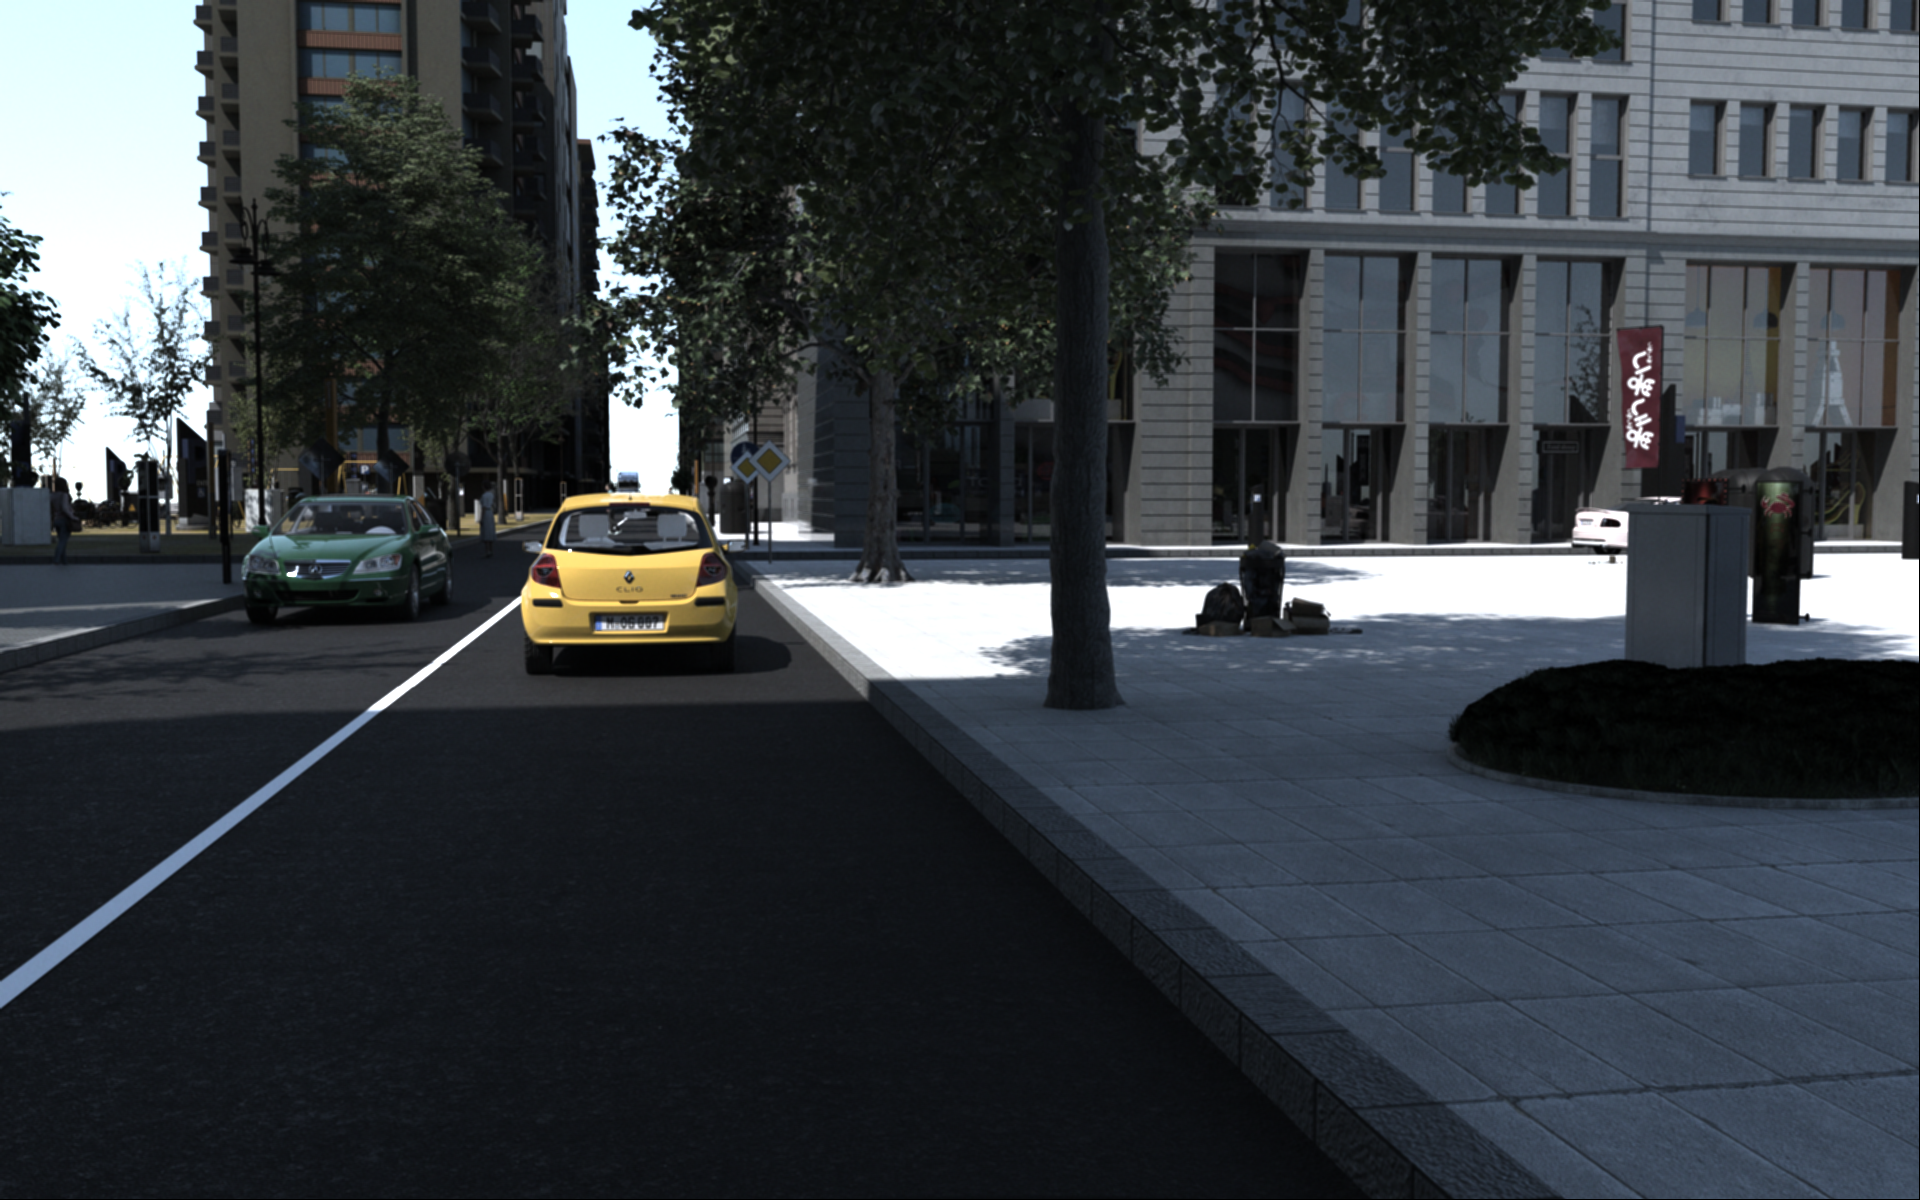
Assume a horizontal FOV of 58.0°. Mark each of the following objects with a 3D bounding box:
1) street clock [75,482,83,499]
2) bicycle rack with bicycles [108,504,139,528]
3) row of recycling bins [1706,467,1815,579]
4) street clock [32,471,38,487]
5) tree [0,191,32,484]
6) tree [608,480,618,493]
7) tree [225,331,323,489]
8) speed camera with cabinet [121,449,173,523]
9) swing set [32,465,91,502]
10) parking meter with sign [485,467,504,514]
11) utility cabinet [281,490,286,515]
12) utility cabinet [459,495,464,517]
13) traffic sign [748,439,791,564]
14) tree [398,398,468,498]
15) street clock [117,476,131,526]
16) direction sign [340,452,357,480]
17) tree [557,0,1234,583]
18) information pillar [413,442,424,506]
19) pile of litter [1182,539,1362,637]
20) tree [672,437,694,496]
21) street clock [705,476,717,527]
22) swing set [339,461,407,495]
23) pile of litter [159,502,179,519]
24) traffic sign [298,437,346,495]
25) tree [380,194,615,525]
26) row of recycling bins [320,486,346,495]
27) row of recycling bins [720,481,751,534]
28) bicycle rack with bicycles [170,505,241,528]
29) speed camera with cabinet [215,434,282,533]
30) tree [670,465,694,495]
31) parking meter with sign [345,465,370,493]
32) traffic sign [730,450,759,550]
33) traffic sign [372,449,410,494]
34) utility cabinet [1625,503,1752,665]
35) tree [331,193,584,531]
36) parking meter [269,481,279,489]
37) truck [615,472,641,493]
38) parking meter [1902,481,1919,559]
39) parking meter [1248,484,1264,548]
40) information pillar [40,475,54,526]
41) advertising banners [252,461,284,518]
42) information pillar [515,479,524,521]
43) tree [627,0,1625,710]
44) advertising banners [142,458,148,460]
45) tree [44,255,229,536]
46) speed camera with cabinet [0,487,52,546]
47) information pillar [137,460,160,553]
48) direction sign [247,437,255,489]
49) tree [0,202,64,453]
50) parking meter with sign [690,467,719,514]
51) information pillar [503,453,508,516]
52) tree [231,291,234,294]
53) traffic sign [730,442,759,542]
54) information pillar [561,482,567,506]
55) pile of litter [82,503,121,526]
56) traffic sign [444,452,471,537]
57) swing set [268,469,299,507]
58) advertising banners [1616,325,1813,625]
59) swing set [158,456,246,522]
[{"bbox_3d":[-52.267,-6.006,102.770,0.358,2.002,0.471,0,4,0],"label":"street clock"},{"bbox_3d":[-32.148,-3.166,65.148,2.852,0.926,2.925,3,4,37],"label":"bicycle rack with bicycles"},{"bbox_3d":[12.636,-1.256,27.651,1.069,1.692,3.534,0,4,8],"label":"row of recycling bins"},{"bbox_3d":[-28.467,-2.962,52.999,0.358,2.002,0.471,3,5,45],"label":"street clock"},{"bbox_3d":[-22.571,-5.406,38.755,4.737,8.622,4.395,0,3,0],"label":"tree"},{"bbox_3d":[-47.726,-14.877,237.834,1.663,3.219,1.824,0,3,0],"label":"tree"},{"bbox_3d":[-29.965,-7.657,75.552,4.737,8.622,4.395,0,3,0],"label":"tree"},{"bbox_3d":[-35.867,-5.018,76.385,2.038,3.252,0.660,0,4,-7],"label":"speed camera with cabinet"},{"bbox_3d":[-49.536,-5.930,94.574,2.862,2.851,3.119,1,4,22],"label":"swing set"},{"bbox_3d":[-29.660,-6.928,109.541,1.738,3.016,0.543,0,4,-8],"label":"parking meter with sign"},{"bbox_3d":[-41.259,-5.871,104.677,1.173,1.500,0.318,2,4,31],"label":"utility cabinet"},{"bbox_3d":[-27.831,-5.174,95.755,0.306,1.237,1.020,1,4,20],"label":"utility cabinet"},{"bbox_3d":[-3.502,-1.726,31.857,0.795,2.450,0.064,-1,4,-10],"label":"traffic sign"},{"bbox_3d":[-31.744,-9.469,105.183,4.737,8.622,4.395,0,3,0],"label":"tree"},{"bbox_3d":[-33.740,-4.000,69.974,0.471,2.002,0.358,-3,5,-39],"label":"street clock"},{"bbox_3d":[-32.895,-6.192,93.229,0.876,3.537,0.379,-1,4,-12],"label":"direction sign"},{"bbox_3d":[-1.047,-6.618,25.213,9.611,12.733,9.660,0,3,0],"label":"tree"},{"bbox_3d":[-24.597,-5.340,78.660,0.504,3.616,0.183,-3,5,-43],"label":"information pillar"},{"bbox_3d":[2.908,-0.123,15.976,1.719,0.858,1.176,0,4,5],"label":"pile of litter"},{"bbox_3d":[-32.205,-15.600,205.426,4.360,8.622,3.978,0,3,0],"label":"tree"},{"bbox_3d":[-9.808,-3.898,68.304,0.471,2.002,0.358,2,4,33],"label":"street clock"},{"bbox_3d":[-28.216,-5.208,82.764,3.119,2.851,2.862,0,4,-5],"label":"swing set"},{"bbox_3d":[-40.379,-4.538,88.161,1.176,0.858,1.719,-3,5,-40],"label":"pile of litter"},{"bbox_3d":[-11.234,-1.645,30.537,0.795,2.450,0.064,-1,4,-10],"label":"traffic sign"},{"bbox_3d":[-19.319,-9.896,72.164,12.009,13.543,11.850,0,3,0],"label":"tree"},{"bbox_3d":[-33.106,-5.116,90.759,3.534,1.692,1.069,1,4,16],"label":"row of recycling bins"},{"bbox_3d":[-7.423,-3.064,57.214,1.069,1.692,3.534,0,4,-6],"label":"row of recycling bins"},{"bbox_3d":[-28.229,-3.162,65.085,2.852,0.926,2.925,2,4,25],"label":"bicycle rack with bicycles"},{"bbox_3d":[-23.330,-3.818,56.755,2.038,3.252,0.660,1,4,10],"label":"speed camera with cabinet"},{"bbox_3d":[-31.452,-13.032,196.794,4.285,4.588,4.351,0,3,0],"label":"tree"},{"bbox_3d":[-30.413,-5.540,86.844,1.738,3.016,0.543,-1,4,-14],"label":"parking meter with sign"},{"bbox_3d":[-4.870,-2.207,39.724,0.795,2.450,0.064,-1,4,-10],"label":"traffic sign"},{"bbox_3d":[-12.602,-2.126,38.404,0.795,2.450,0.064,-1,4,-10],"label":"traffic sign"},{"bbox_3d":[4.661,0.002,11.132,0.306,1.237,1.020,0,4,-6],"label":"utility cabinet"},{"bbox_3d":[-18.006,-8.267,60.918,9.928,11.665,9.643,0,3,0],"label":"tree"},{"bbox_3d":[-31.510,-4.519,79.590,0.255,1.863,0.399,3,5,43],"label":"parking meter"},{"bbox_3d":[-40.465,-13.627,212.560,2.967,4.110,18.799,-1,4,-9],"label":"truck"},{"bbox_3d":[18.775,-1.571,34.095,0.372,1.533,0.369,0,3,0],"label":"parking meter"},{"bbox_3d":[7.071,-2.014,41.348,0.372,1.533,0.369,0,3,0],"label":"parking meter"},{"bbox_3d":[-35.197,-3.811,66.801,0.304,2.012,0.304,1,4,18],"label":"information pillar"},{"bbox_3d":[-37.058,-5.895,92.572,0.090,3.025,2.074,2,4,32],"label":"advertising banners"},{"bbox_3d":[-20.884,-4.746,82.082,0.304,2.012,0.304,0,4,2],"label":"information pillar"},{"bbox_3d":[0.897,-5.602,9.713,7.486,12.596,7.792,0,3,0],"label":"tree"},{"bbox_3d":[-37.065,-5.001,77.961,0.090,3.025,2.074,0,4,6],"label":"advertising banners"},{"bbox_3d":[-24.457,-6.262,52.750,4.360,8.622,3.978,0,3,0],"label":"tree"},{"bbox_3d":[-23.562,-2.953,42.625,0.660,3.252,2.038,2,4,34],"label":"speed camera with cabinet"},{"bbox_3d":[-17.708,-2.038,37.807,0.304,2.012,0.304,2,4,23],"label":"information pillar"},{"bbox_3d":[-28.106,-4.692,68.709,0.379,3.537,0.876,-3,4,-39],"label":"direction sign"},{"bbox_3d":[-10.258,-1.995,16.334,4.285,4.588,4.351,0,3,0],"label":"tree"},{"bbox_3d":[-16.317,-7.008,110.838,1.738,3.016,0.543,1,4,8],"label":"parking meter with sign"},{"bbox_3d":[-26.089,-6.612,99.465,0.183,3.616,0.504,0,4,1],"label":"information pillar"},{"bbox_3d":[-15.126,-7.847,46.428,7.486,12.596,7.792,0,3,0],"label":"tree"},{"bbox_3d":[-5.183,-2.568,42.092,0.768,2.556,0.104,0,4,-2],"label":"traffic sign"},{"bbox_3d":[-24.688,-6.328,107.951,0.304,2.012,0.304,0,4,-1],"label":"information pillar"},{"bbox_3d":[-34.749,-3.404,69.612,1.176,0.858,1.719,0,4,-3],"label":"pile of litter"},{"bbox_3d":[-15.044,-3.168,51.906,0.768,2.556,0.104,-1,4,-9],"label":"traffic sign"},{"bbox_3d":[-41.425,-6.761,108.167,3.119,2.851,2.862,0,4,6],"label":"swing set"},{"bbox_3d":[7.605,-1.310,17.605,0.090,3.025,2.074,-3,5,-40],"label":"advertising banners"},{"bbox_3d":[-31.395,-4.474,70.769,3.119,2.851,2.862,1,4,19],"label":"swing set"}]
